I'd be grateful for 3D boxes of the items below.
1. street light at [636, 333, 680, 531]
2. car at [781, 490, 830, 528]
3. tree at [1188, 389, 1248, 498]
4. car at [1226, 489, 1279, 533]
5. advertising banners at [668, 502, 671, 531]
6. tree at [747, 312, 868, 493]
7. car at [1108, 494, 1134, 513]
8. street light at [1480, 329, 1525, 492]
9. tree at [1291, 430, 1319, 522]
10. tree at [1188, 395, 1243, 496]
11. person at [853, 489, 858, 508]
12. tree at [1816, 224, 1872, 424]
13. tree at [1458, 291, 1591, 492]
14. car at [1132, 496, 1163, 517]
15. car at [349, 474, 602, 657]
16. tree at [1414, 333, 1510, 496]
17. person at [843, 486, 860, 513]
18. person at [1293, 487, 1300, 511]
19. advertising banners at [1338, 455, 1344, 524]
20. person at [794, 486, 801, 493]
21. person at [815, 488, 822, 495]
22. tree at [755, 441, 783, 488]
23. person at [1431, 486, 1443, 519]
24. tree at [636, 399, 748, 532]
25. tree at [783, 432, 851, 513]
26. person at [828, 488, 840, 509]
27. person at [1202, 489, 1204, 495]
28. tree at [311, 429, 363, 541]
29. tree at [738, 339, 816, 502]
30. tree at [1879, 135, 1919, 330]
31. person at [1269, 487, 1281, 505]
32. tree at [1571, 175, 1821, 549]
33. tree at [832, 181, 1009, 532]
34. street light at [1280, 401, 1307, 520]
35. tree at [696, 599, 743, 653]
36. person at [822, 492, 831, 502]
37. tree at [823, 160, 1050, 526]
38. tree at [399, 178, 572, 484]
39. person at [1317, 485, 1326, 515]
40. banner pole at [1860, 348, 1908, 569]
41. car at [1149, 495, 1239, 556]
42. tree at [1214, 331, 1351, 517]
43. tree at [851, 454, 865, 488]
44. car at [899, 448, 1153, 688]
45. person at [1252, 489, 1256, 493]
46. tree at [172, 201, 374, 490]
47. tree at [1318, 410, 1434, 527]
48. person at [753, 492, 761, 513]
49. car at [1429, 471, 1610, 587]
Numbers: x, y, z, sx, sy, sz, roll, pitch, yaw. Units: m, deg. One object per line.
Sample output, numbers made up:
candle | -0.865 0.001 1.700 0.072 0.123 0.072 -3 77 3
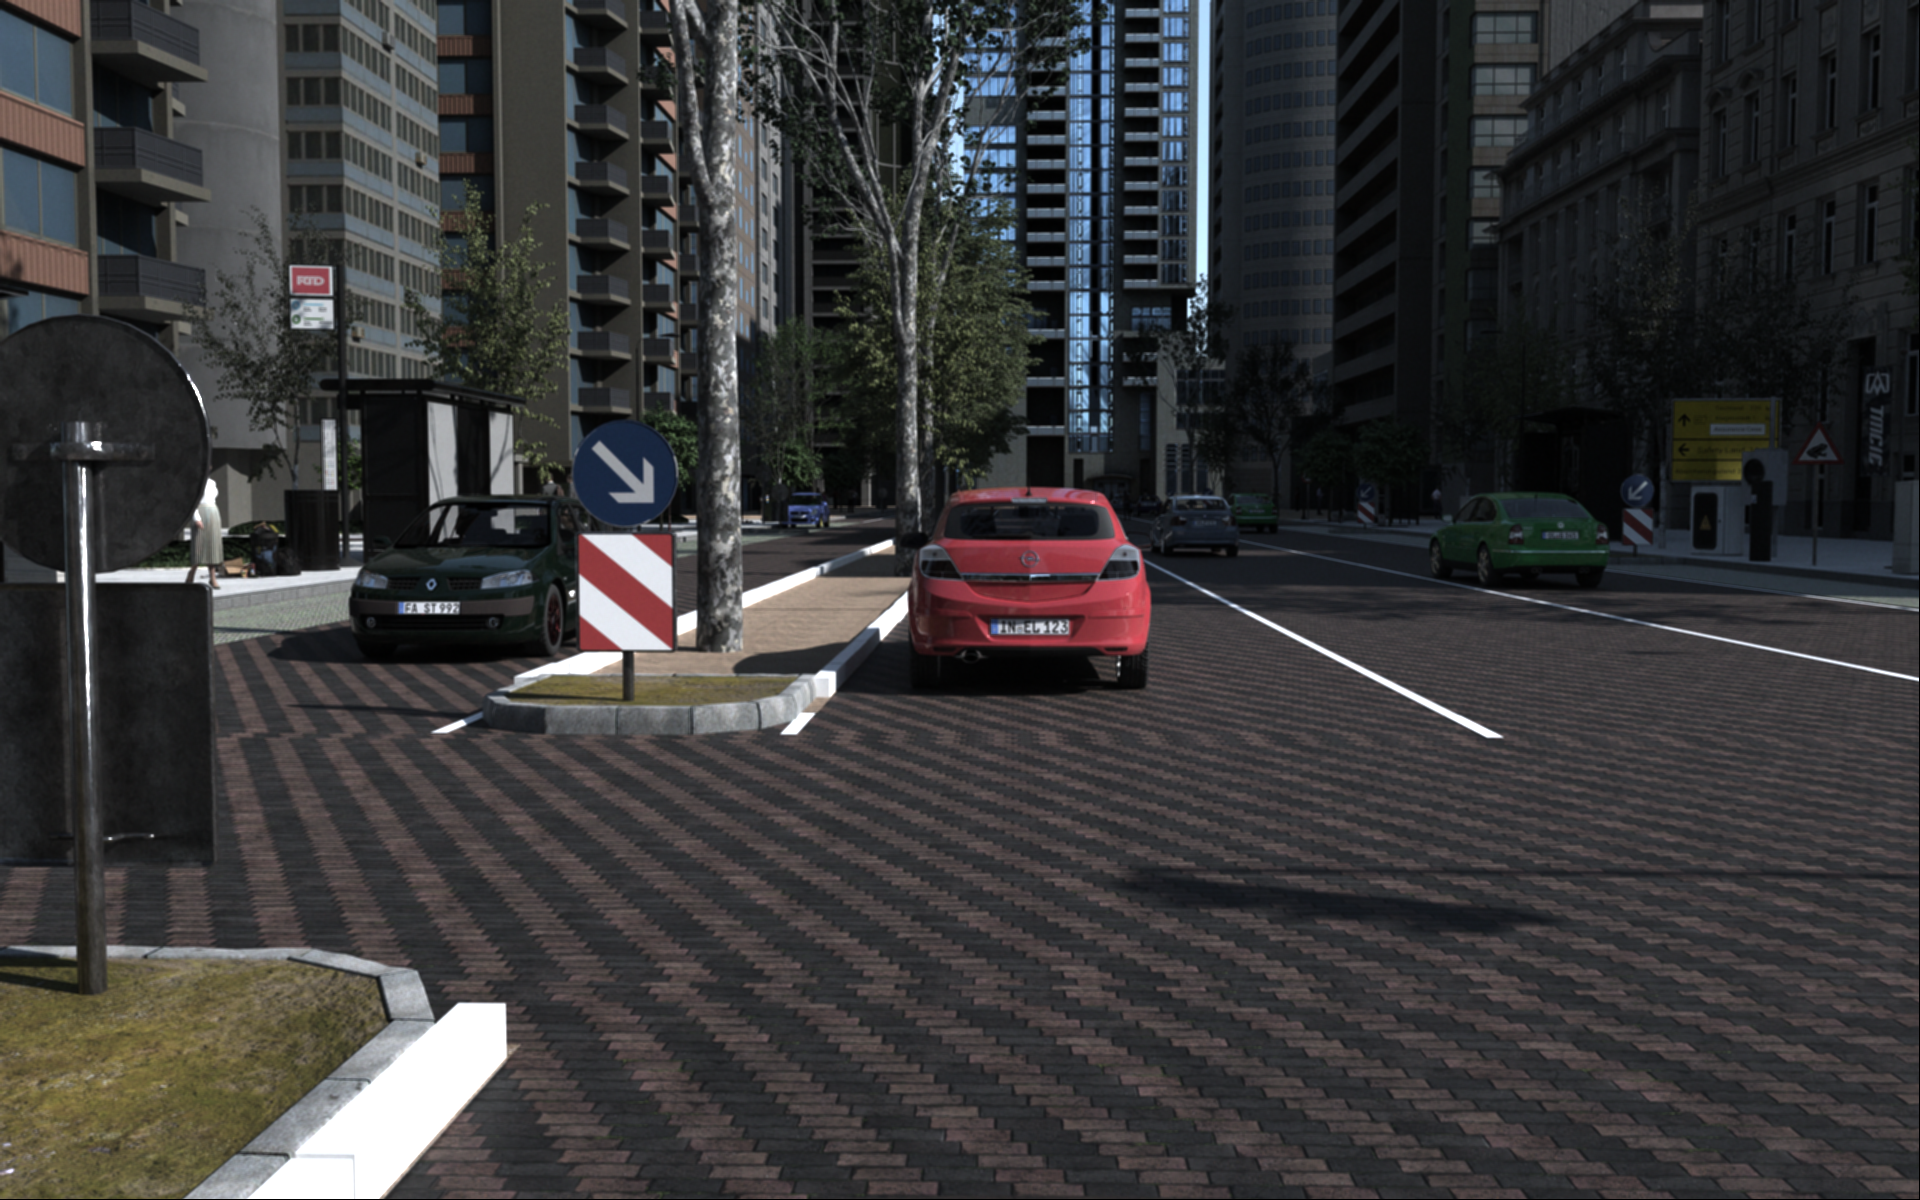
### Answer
street light | -8.783 -4.745 50.121 1.470 5.913 1.316 0 4 2
car | -6.536 -3.894 73.256 1.945 1.707 3.694 0 4 3
tree | 18.206 -10.414 120.627 4.360 8.622 3.978 0 3 0
car | 10.733 -3.425 64.790 1.959 1.807 4.718 0 4 0
advertising banners | -9.041 -3.523 53.792 0.090 3.025 2.074 0 4 -8
tree | -8.685 -10.684 100.438 9.928 11.665 9.643 0 3 0
car | 12.482 -7.482 134.334 2.014 1.417 4.499 0 4 1
street light | 15.343 -4.672 48.936 1.470 5.913 1.316 0 4 2
tree | 16.973 -5.838 79.160 4.285 4.588 4.351 0 3 0
tree | 18.798 -10.857 127.871 4.737 8.622 4.395 0 3 0
person | -9.890 -9.464 161.720 0.756 1.711 0.436 0 4 -1
tree | 21.451 -5.828 45.642 4.360 8.622 3.978 0 3 0
tree | 20.547 -6.829 62.021 4.737 8.622 4.395 0 3 0
car | 12.094 -6.044 111.393 1.945 1.354 3.894 0 4 2
car | -4.401 -0.411 16.508 2.009 1.686 4.222 0 4 1
tree | 23.100 -7.865 78.952 4.360 8.622 3.978 0 3 0
person | -7.411 -6.828 117.683 1.348 1.823 0.705 2 4 25
person | 25.362 -7.605 130.355 0.705 1.831 1.348 2 4 25
advertising banners | 16.798 -4.892 76.179 0.090 3.025 2.074 1 4 17
person | -11.293 -7.000 120.118 1.348 1.869 0.705 3 5 40
person | -12.028 -8.629 147.084 1.348 1.831 0.705 2 4 29
tree | -9.803 -5.004 65.521 4.285 4.588 4.351 0 3 0
person | 24.181 -4.931 87.599 0.436 1.711 0.756 -1 4 -14
tree | -10.126 -4.606 59.020 4.285 4.588 4.351 0 3 0
tree | -8.782 -6.422 88.710 4.285 4.588 4.351 0 3 0
person | -10.541 -8.557 145.906 0.705 1.831 1.348 3 5 42
person | 19.370 -8.024 138.062 0.721 1.723 1.217 -1 4 -8
tree | -16.958 -3.225 47.329 1.663 3.219 1.824 0 3 0
tree | -8.739 -8.048 81.946 4.360 8.622 3.978 0 3 0
tree | 19.653 -5.050 32.934 4.737 8.622 4.395 0 3 0
person | 21.224 -6.743 117.002 1.217 1.736 0.721 -2 4 -28
tree | 16.644 -5.497 40.245 4.360 8.622 3.978 0 3 0
tree | -0.955 -5.338 40.099 4.737 8.622 4.395 0 3 0
street light | 16.582 -6.946 86.101 1.470 5.913 1.316 0 4 2
tree | -3.374 -9.644 16.033 12.611 20.169 13.585 0 3 0
person | -8.165 -5.834 104.650 0.991 1.433 0.599 3 5 42
tree | -0.808 -8.474 59.138 7.486 12.596 7.792 0 3 0
tree | -10.849 -5.514 40.518 4.737 8.622 4.395 0 3 0
person | 22.094 -6.103 105.698 0.599 1.838 0.709 1 4 22
banner pole | 15.927 -2.433 29.802 0.863 3.779 0.401 1 4 15
car | 5.551 -1.786 41.197 2.014 1.417 4.499 0 4 1
tree | 18.165 -10.028 98.363 8.767 10.594 7.601 2 4 25
tree | -8.367 -8.391 120.911 4.285 4.588 4.351 0 3 0
car | 0.546 -0.320 14.269 2.155 1.783 4.494 0 4 1
person | 25.071 -8.613 147.578 1.217 1.735 0.721 -1 4 -13
tree | -16.781 -5.660 42.908 4.360 8.622 3.978 0 3 0
tree | 16.793 -5.128 67.550 4.285 4.588 4.351 0 3 0
person | -13.614 -6.635 117.780 1.065 1.426 0.557 2 4 30
car | 8.953 -1.178 28.057 1.959 1.807 4.718 0 4 0
